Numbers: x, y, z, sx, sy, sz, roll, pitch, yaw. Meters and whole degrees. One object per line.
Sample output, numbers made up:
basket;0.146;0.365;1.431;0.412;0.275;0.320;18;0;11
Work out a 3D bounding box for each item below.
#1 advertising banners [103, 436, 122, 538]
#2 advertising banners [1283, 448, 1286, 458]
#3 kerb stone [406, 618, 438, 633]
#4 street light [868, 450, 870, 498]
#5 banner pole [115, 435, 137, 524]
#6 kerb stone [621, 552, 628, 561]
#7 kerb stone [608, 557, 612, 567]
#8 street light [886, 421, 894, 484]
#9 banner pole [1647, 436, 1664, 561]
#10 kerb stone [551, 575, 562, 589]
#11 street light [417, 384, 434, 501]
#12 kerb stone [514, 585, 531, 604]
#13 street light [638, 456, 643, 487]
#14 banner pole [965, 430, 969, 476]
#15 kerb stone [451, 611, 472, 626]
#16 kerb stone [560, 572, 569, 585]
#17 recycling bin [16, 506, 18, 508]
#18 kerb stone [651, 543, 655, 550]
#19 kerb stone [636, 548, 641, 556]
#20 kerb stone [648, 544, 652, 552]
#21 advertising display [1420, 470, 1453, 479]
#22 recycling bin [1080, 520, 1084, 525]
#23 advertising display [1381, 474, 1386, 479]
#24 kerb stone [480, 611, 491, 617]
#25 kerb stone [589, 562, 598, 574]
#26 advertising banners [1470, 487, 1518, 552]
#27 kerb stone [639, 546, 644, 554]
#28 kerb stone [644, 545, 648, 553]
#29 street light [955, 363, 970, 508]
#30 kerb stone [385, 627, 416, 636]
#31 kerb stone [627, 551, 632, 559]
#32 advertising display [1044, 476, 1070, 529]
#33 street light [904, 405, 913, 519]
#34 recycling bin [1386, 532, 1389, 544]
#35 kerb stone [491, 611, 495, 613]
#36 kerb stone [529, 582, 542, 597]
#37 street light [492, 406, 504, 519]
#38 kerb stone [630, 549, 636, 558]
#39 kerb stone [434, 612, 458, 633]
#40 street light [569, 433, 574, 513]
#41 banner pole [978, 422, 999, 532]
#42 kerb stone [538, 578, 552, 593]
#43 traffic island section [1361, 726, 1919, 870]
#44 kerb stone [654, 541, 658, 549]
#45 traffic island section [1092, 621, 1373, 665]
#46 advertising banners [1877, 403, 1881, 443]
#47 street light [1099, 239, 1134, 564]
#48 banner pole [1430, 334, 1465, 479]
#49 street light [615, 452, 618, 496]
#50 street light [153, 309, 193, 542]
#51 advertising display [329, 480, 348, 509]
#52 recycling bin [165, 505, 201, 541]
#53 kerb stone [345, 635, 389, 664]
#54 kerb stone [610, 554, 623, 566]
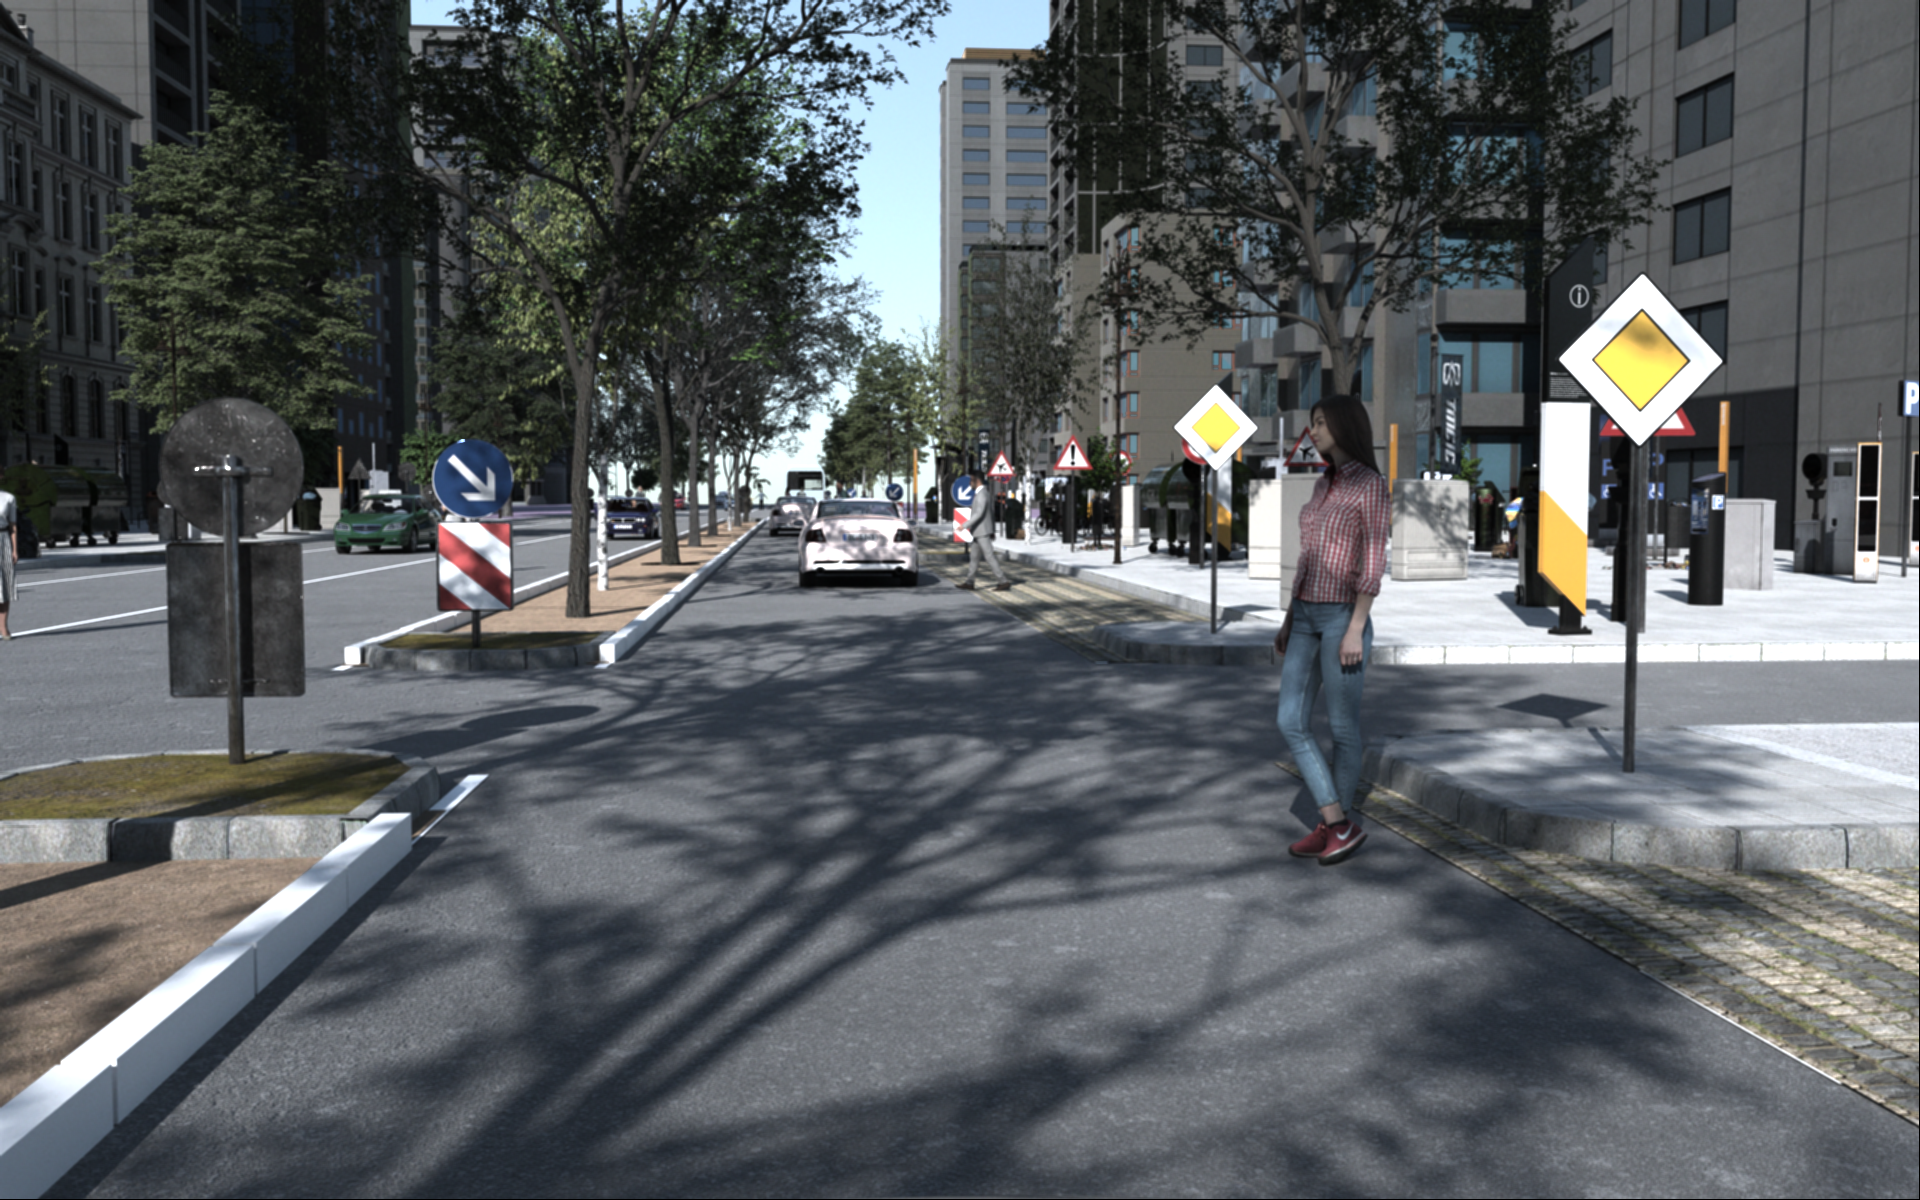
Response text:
advertising banners;-25.091;-3.372;51.328;0.090;3.025;2.074;-1;4;-10
advertising banners;12.194;-4.263;65.886;0.090;3.025;2.074;1;4;22
kerb stone;-5.325;0.316;17.024;0.120;0.150;1.000;0;4;-5
street light;-7.225;-10.063;137.315;0.468;5.910;1.993;0;4;-5
banner pole;-35.438;-5.107;73.516;0.401;3.779;0.863;2;4;35
kerb stone;-7.158;-0.869;36.435;0.120;0.150;1.000;0;4;-5
kerb stone;-6.871;-0.684;33.382;0.120;0.150;1.000;0;4;-5
street light;-4.354;-8.270;107.997;0.468;5.910;1.993;0;4;-5
banner pole;13.220;-2.638;33.143;0.863;3.779;0.401;-3;4;-39
kerb stone;-6.195;-0.247;26.237;0.120;0.150;1.000;0;4;-5
street light;-22.483;-6.129;72.992;0.468;5.910;1.993;0;4;-5
kerb stone;-5.913;-0.059;23.164;0.120;0.150;1.000;0;4;-5
street light;-31.870;-12.261;173.262;0.468;5.910;1.993;0;4;-5
banner pole;0.244;-4.764;67.904;0.401;3.779;0.863;-1;4;-12
kerb stone;-5.515;0.191;19.073;0.120;0.150;1.000;0;4;-5
kerb stone;-6.294;-0.308;27.254;0.120;0.150;1.000;0;4;-5
recycling bin;-20.902;-1.525;37.490;0.722;1.027;0.722;0;4;-5
kerb stone;-7.831;-1.306;43.581;0.120;0.150;1.000;0;4;-5
kerb stone;-7.450;-1.058;39.495;0.120;0.150;1.000;0;4;-5
kerb stone;-7.732;-1.242;42.564;0.120;0.150;1.000;0;4;-5
advertising display;12.938;-2.558;47.032;0.974;1.923;0.123;-1;4;-20
recycling bin;4.575;-3.487;69.559;0.722;1.027;0.722;3;5;43
advertising display;13.573;-3.111;56.073;0.123;1.923;0.974;2;4;32
kerb stone;-5.617;0.128;20.098;0.120;0.150;1.000;0;4;-5
kerb stone;-6.773;-0.622;32.363;0.120;0.150;1.000;0;4;-5
advertising banners;12.309;-2.560;38.039;2.074;3.025;0.090;2;4;25
kerb stone;-7.547;-1.120;40.515;0.120;0.150;1.000;0;4;-5
kerb stone;-7.645;-1.178;41.533;0.120;0.150;1.000;0;4;-5
street light;0.130;-5.384;60.823;0.468;5.910;1.993;0;4;-5
kerb stone;-5.221;0.384;16.002;0.120;0.150;1.000;0;4;-5
kerb stone;-7.259;-0.933;37.452;0.120;0.150;1.000;0;4;-5
advertising display;3.520;-3.518;62.733;0.974;1.923;0.123;2;4;25
street light;-2.691;-7.200;90.501;0.468;5.910;1.993;0;4;-5
recycling bin;10.555;-1.959;44.579;0.722;1.027;0.722;-3;5;-41
kerb stone;-5.712;0.066;21.123;0.120;0.150;1.000;0;4;-5
kerb stone;-6.007;-0.120;24.191;0.120;0.150;1.000;0;4;-5
street light;-24.161;-7.217;90.791;0.468;5.910;1.993;0;4;-5
kerb stone;-7.352;-0.996;38.478;0.120;0.150;1.000;0;4;-5
kerb stone;-5.419;0.258;18.042;0.120;0.150;1.000;0;4;-5
street light;-26.948;-9.025;120.346;0.468;5.910;1.993;0;4;-5
banner pole;0.949;-4.212;58.876;0.863;3.779;0.401;3;4;37
kerb stone;-6.105;-0.185;25.219;0.120;0.150;1.000;0;4;-5
traffic island section;3.107;0.873;8.012;2.009;0.180;2.903;0;4;-5
kerb stone;-7.933;-1.368;44.605;0.120;0.150;1.000;0;4;-5
traffic island section;2.354;0.386;15.962;2.009;0.180;2.903;0;4;-5
advertising banners;17.311;-2.238;32.783;0.090;3.025;2.074;2;4;32
street light;2.896;-3.601;31.670;0.468;5.910;1.993;0;4;-5
banner pole;7.605;-2.278;27.258;0.863;3.779;0.401;-2;4;-30
street light;-29.731;-10.825;149.768;0.468;5.910;1.993;0;4;-5
street light;-19.664;-4.320;43.414;0.468;5.910;1.993;0;4;-5
advertising display;-28.241;-4.480;78.467;0.974;1.923;0.123;-2;4;-31
recycling bin;-21.567;-2.173;48.078;0.722;1.027;0.722;0;4;-3
kerb stone;-5.127;0.441;14.980;0.120;0.150;1.000;0;4;-5
kerb stone;-7.065;-0.809;35.417;0.120;0.150;1.000;0;4;-5
